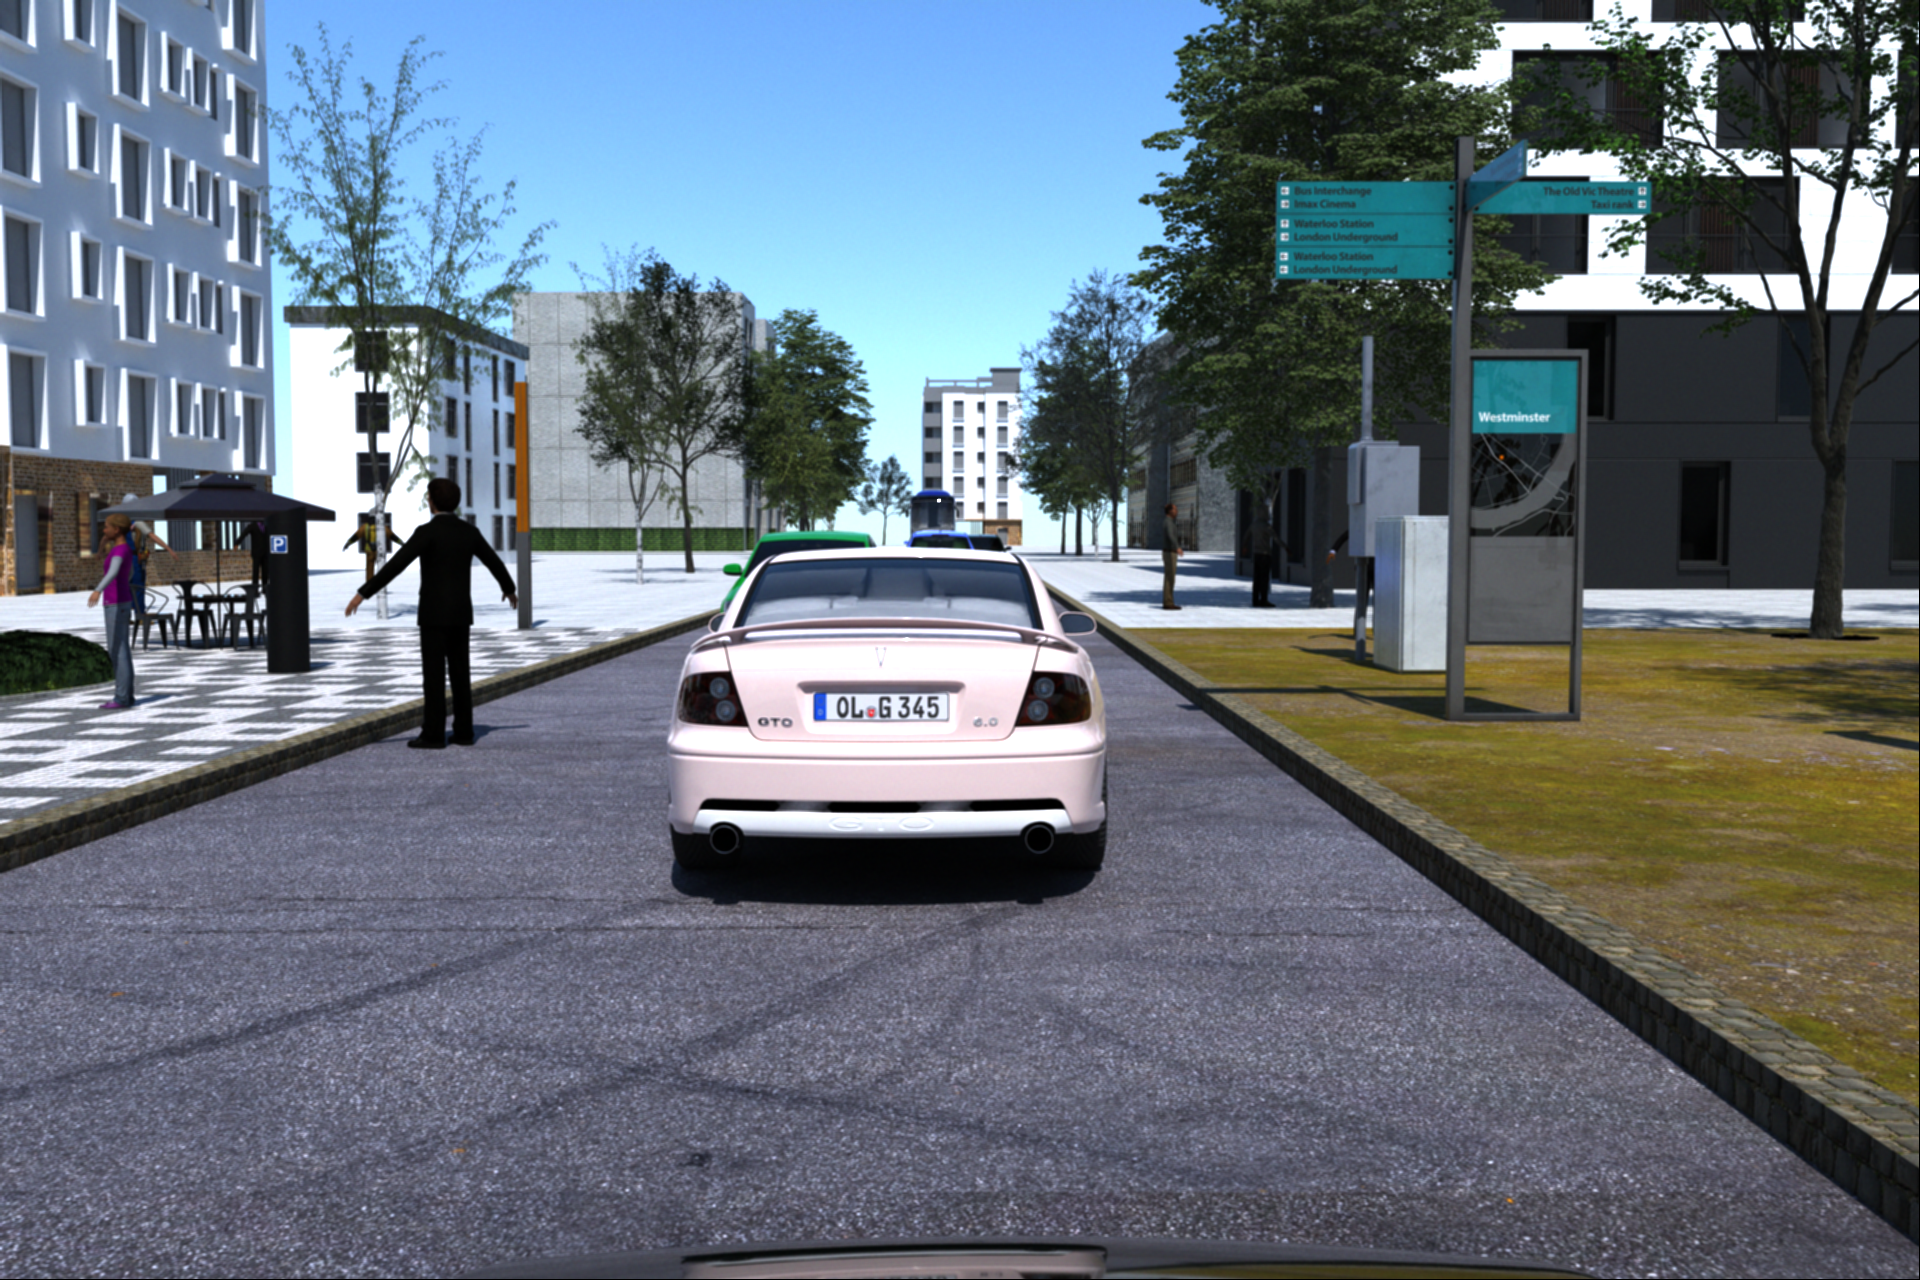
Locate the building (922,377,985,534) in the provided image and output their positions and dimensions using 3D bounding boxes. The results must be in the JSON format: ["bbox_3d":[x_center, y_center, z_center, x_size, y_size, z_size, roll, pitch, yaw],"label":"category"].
[{"bbox_3d":[-3.994,-20.888,200.394,11.380,20.090,16.016,0,4,-6],"label":"building"}]

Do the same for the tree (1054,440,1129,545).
[{"bbox_3d":[15.099,-17.529,196.963,12.009,13.543,11.850,0,3,0],"label":"tree"}]

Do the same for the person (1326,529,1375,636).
[{"bbox_3d":[4.972,-0.862,20.817,1.216,1.740,0.721,-1,4,-9],"label":"person"}]

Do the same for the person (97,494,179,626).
[{"bbox_3d":[-11.596,-1.129,24.312,1.347,1.847,0.705,1,4,16],"label":"person"}]

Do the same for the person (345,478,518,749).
[{"bbox_3d":[-3.489,-0.185,11.669,0.705,1.806,1.347,3,4,37],"label":"person"}]

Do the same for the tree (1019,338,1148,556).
[{"bbox_3d":[7.177,-11.116,99.880,7.486,12.596,7.792,0,3,0],"label":"tree"}]

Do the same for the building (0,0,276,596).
[{"bbox_3d":[-24.617,-10.991,36.119,16.016,20.090,11.380,0,4,1],"label":"building"}]

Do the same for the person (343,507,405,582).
[{"bbox_3d":[-12.416,-1.897,36.782,1.354,1.858,0.705,-1,4,-9],"label":"person"}]

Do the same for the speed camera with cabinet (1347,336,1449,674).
[{"bbox_3d":[4.280,-1.369,16.724,0.660,3.252,2.038,0,4,-1],"label":"speed camera with cabinet"}]

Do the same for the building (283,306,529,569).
[{"bbox_3d":[-23.865,-8.300,77.853,9.099,9.664,28.070,0,4,1],"label":"building"}]

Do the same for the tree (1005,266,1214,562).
[{"bbox_3d":[7.072,-10.338,79.401,12.009,13.543,11.850,0,3,0],"label":"tree"}]

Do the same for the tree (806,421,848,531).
[{"bbox_3d":[-8.064,-9.550,106.499,4.360,8.622,3.978,0,3,0],"label":"tree"}]

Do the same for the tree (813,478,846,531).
[{"bbox_3d":[-14.553,-14.952,194.821,4.737,8.622,4.395,0,3,0],"label":"tree"}]

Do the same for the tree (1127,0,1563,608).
[{"bbox_3d":[6.512,-6.806,29.410,7.486,12.596,7.792,0,3,0],"label":"tree"}]

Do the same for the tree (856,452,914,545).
[{"bbox_3d":[-8.325,-16.029,196.481,7.601,10.594,8.767,0,4,2],"label":"tree"}]

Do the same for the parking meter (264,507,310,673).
[{"bbox_3d":[-6.250,-0.469,16.086,0.372,1.533,0.369,0,3,0],"label":"parking meter"}]

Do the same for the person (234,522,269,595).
[{"bbox_3d":[-14.797,-1.862,36.661,0.704,1.802,1.346,2,4,35],"label":"person"}]

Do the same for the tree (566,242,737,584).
[{"bbox_3d":[-8.290,-5.739,44.194,4.360,8.622,3.978,0,3,0],"label":"tree"}]

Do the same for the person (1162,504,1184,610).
[{"bbox_3d":[3.595,-1.415,29.403,0.705,1.796,1.348,0,3,0],"label":"person"}]

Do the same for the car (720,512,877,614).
[{"bbox_3d":[-1.673,-0.687,20.029,1.959,1.807,4.718,0,3,0],"label":"car"}]

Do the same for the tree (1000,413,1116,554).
[{"bbox_3d":[6.475,-10.735,109.932,8.767,10.594,7.601,1,4,13],"label":"tree"}]

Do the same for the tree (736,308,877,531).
[{"bbox_3d":[-7.787,-10.361,87.526,7.486,12.596,7.792,0,3,0],"label":"tree"}]

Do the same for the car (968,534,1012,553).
[{"bbox_3d":[0.613,-2.694,53.825,2.009,1.686,4.222,0,3,0],"label":"car"}]

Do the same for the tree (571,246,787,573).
[{"bbox_3d":[-9.254,-7.492,56.914,7.601,10.594,8.767,0,4,-7],"label":"tree"}]

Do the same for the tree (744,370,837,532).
[{"bbox_3d":[-7.758,-7.859,78.853,4.737,8.622,4.395,0,3,0],"label":"tree"}]

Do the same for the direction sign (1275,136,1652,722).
[{"bbox_3d":[3.398,-1.374,11.222,2.525,3.948,1.411,0,4,0],"label":"direction sign"}]

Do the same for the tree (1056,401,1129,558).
[{"bbox_3d":[7.327,-8.658,91.925,4.360,8.622,3.978,0,3,0],"label":"tree"}]

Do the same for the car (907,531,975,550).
[{"bbox_3d":[-0.408,-1.545,34.852,1.945,1.707,3.694,0,4,-1],"label":"car"}]

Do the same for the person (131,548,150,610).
[{"bbox_3d":[-14.036,-1.405,29.429,0.721,1.772,1.216,-3,5,-43],"label":"person"}]

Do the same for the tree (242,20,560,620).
[{"bbox_3d":[-8.912,-4.617,25.845,4.360,8.622,3.978,0,3,0],"label":"tree"}]

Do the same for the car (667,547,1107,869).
[{"bbox_3d":[-0.306,0.218,8.796,2.083,1.381,4.827,0,4,0],"label":"car"}]

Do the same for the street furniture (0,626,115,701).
[{"bbox_3d":[-10.071,0.195,12.437,5.734,0.657,10.072,0,4,2],"label":"street furniture"}]

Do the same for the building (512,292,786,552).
[{"bbox_3d":[-24.290,-16.879,142.429,16.747,18.905,31.486,0,3,0],"label":"building"}]

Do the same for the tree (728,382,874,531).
[{"bbox_3d":[-8.749,-10.048,98.696,8.767,10.594,7.601,-3,4,-36],"label":"tree"}]

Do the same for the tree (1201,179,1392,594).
[{"bbox_3d":[6.354,-5.283,36.737,4.360,8.622,3.978,0,3,0],"label":"tree"}]

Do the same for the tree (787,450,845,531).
[{"bbox_3d":[-16.768,-17.368,202.096,7.486,12.596,7.792,0,3,0],"label":"tree"}]

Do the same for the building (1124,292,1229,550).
[{"bbox_3d":[24.728,-19.586,151.155,19.493,23.208,18.063,0,4,1],"label":"building"}]

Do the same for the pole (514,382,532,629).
[{"bbox_3d":[-5.890,-1.805,23.359,0.158,3.312,0.155,0,3,0],"label":"pole"}]

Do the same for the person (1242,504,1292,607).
[{"bbox_3d":[5.333,-1.487,30.440,0.705,1.813,1.348,-2,4,-28],"label":"person"}]

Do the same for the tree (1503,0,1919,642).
[{"bbox_3d":[10.532,-5.808,20.712,9.928,11.665,9.643,0,3,0],"label":"tree"}]

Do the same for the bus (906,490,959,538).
[{"bbox_3d":[-1.489,-6.663,100.486,2.896,3.916,12.251,0,4,0],"label":"bus"}]

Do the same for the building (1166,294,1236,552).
[{"bbox_3d":[26.188,-18.383,131.487,19.493,23.208,18.063,0,4,0],"label":"building"}]

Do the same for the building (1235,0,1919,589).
[{"bbox_3d":[22.496,-12.946,55.644,27.936,21.610,32.646,0,4,0],"label":"building"}]

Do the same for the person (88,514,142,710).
[{"bbox_3d":[-6.266,-0.214,12.764,0.599,1.433,0.991,-1,4,-15],"label":"person"}]

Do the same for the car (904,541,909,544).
[{"bbox_3d":[-1.682,-4.442,82.225,1.945,1.707,3.694,0,4,0],"label":"car"}]
